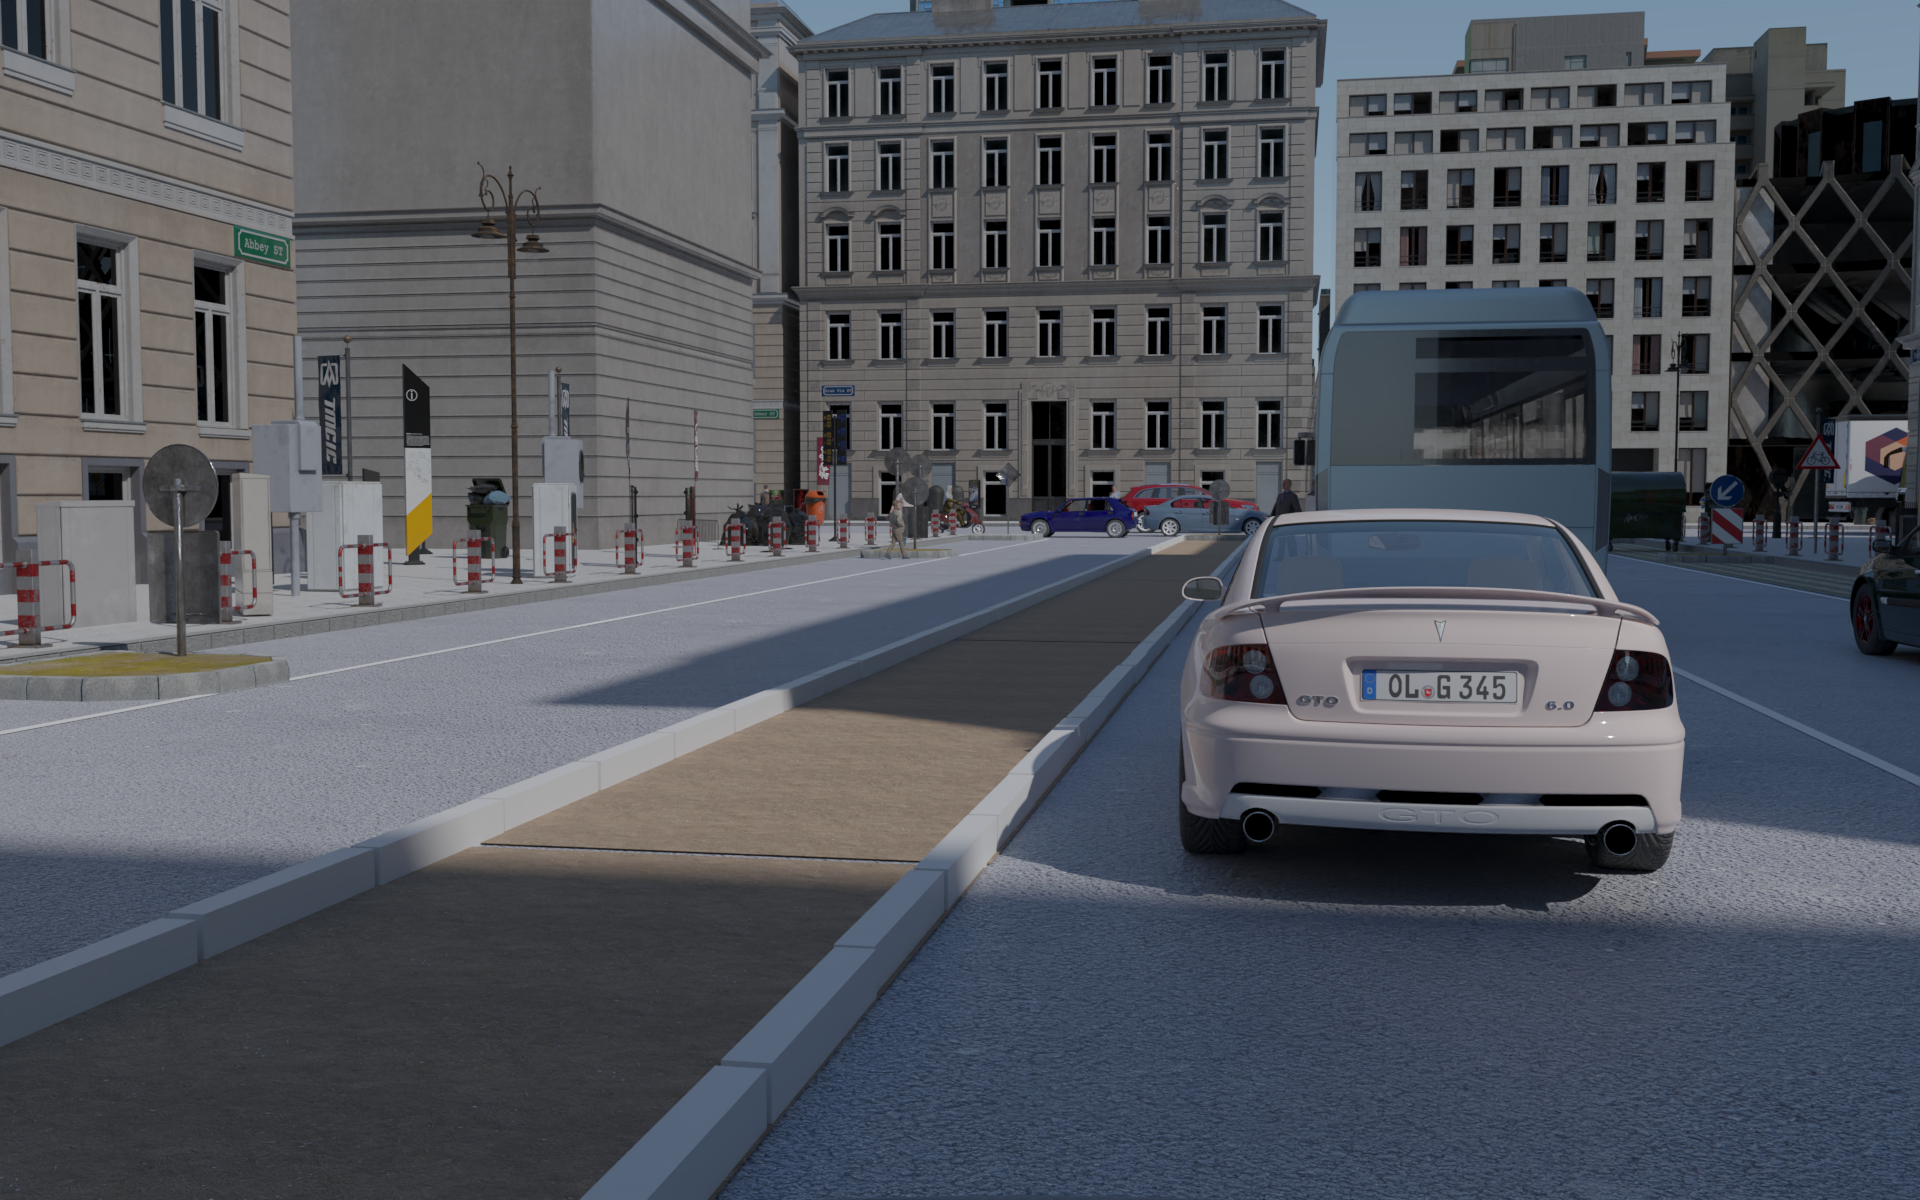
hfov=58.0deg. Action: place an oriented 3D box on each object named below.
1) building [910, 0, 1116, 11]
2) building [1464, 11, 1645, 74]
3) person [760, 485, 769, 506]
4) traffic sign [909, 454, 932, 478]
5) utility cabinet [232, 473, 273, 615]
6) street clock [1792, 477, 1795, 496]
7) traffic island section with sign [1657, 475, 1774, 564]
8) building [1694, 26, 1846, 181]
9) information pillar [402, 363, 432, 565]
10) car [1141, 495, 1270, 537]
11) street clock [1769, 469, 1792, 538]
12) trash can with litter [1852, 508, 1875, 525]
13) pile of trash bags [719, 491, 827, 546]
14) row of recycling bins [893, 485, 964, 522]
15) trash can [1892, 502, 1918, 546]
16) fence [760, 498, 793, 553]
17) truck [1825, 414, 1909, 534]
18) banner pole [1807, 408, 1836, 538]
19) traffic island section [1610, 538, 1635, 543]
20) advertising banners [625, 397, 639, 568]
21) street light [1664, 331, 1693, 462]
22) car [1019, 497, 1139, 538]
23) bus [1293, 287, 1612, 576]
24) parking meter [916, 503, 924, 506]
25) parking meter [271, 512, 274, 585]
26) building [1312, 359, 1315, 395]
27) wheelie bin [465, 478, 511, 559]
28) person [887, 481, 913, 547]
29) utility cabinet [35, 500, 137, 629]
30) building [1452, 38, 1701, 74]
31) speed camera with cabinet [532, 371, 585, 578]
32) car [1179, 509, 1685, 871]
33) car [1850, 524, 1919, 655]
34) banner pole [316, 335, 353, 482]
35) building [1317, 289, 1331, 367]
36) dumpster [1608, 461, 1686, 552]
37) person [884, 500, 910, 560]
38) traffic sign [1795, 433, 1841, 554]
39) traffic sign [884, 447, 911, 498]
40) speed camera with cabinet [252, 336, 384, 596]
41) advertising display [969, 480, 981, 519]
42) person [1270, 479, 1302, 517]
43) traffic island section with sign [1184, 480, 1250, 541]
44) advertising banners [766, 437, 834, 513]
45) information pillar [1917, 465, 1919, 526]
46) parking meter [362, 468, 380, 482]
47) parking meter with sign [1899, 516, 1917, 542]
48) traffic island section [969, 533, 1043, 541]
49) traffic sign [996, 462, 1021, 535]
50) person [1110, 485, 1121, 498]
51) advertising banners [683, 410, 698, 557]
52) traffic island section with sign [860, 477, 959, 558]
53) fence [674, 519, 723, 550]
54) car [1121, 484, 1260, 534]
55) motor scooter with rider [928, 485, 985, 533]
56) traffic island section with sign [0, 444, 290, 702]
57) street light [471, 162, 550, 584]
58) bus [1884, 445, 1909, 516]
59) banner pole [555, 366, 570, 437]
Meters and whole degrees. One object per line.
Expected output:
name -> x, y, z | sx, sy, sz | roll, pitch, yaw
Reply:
building -> 7.332, -54.137, 197.803 | 31.000, 86.520, 22.319 | 1, 4, 11
building -> 51.090, -28.653, 152.076 | 14.154, 41.232, 14.086 | 1, 4, 11
person -> -8.158, -3.948, 73.020 | 0.622, 1.834, 0.822 | 1, 4, 15
traffic sign -> -1.276, -3.381, 55.388 | 0.768, 2.556, 0.104 | 1, 4, 12
utility cabinet -> -7.584, -0.606, 18.588 | 0.318, 1.500, 1.173 | -2, 4, -26
street clock -> 35.800, -4.294, 74.783 | 0.358, 2.002, 0.471 | 0, 4, -6
traffic island section with sign -> 15.872, -1.707, 36.536 | 1.989, 1.847, 2.006 | 1, 4, 11
building -> 81.753, -34.382, 185.853 | 21.600, 48.544, 21.300 | 1, 4, 11
information pillar -> -9.814, -2.443, 31.291 | 0.504, 3.616, 0.183 | -3, 4, -38
car -> 8.403, -2.850, 58.604 | 4.499, 1.417, 2.014 | 1, 4, 10
street clock -> 23.679, -2.788, 50.155 | 0.471, 2.002, 0.358 | 0, 4, -1
trash can with litter -> 37.526, -3.700, 71.887 | 1.055, 1.170, 0.624 | -1, 4, -13
pile of trash bags -> -4.476, -2.090, 43.917 | 1.912, 1.369, 3.447 | 2, 4, 29
row of recycling bins -> -1.481, -4.517, 80.964 | 3.534, 1.692, 1.069 | 1, 4, 19
trash can -> 17.809, -1.266, 32.353 | 0.748, 1.137, 0.748 | 0, 3, 0
fence -> -4.133, -1.705, 39.075 | 0.480, 1.192, 2.264 | 0, 4, 1
truck -> 37.030, -4.429, 61.323 | 11.283, 4.237, 2.839 | 1, 4, 10
banner pole -> 25.117, -3.693, 50.392 | 0.863, 3.779, 0.401 | -1, 4, -16
traffic island section -> 18.729, -1.786, 51.487 | 2.009, 0.180, 2.903 | 1, 4, 11
advertising banners -> -5.858, -2.123, 30.903 | 0.090, 3.025, 2.074 | -1, 4, -14
street light -> 20.373, -4.676, 49.236 | 0.468, 5.910, 1.993 | 1, 4, 11
car -> 3.950, -2.742, 57.404 | 3.894, 1.354, 1.945 | 1, 4, 12
bus -> 5.744, -1.662, 22.039 | 2.948, 3.499, 13.247 | 1, 4, 11
parking meter -> -1.239, -2.569, 50.411 | 0.372, 1.533, 0.369 | 0, 3, 0
parking meter -> -9.903, -0.982, 24.462 | 0.372, 1.533, 0.369 | 0, 3, 0
building -> 36.427, -24.815, 250.760 | 28.899, 21.520, 27.650 | 1, 4, 11
wheelie bin -> -9.375, -1.623, 34.438 | 0.980, 1.594, 0.693 | 1, 4, 15
person -> -1.475, -1.956, 41.146 | 0.598, 1.740, 0.731 | 3, 5, 41
utility cabinet -> -8.527, -0.352, 16.922 | 0.306, 1.237, 1.020 | 1, 4, 13
building -> 59.486, -31.655, 172.189 | 22.147, 44.769, 28.867 | 1, 4, 11
speed camera with cabinet -> -6.299, -2.011, 27.216 | 0.660, 3.252, 2.038 | 0, 4, -6
car -> 2.050, 0.260, 8.104 | 2.083, 1.381, 4.827 | 1, 4, 11
car -> 8.682, -0.263, 14.094 | 2.009, 1.686, 4.222 | 1, 4, 10
banner pole -> -9.856, -2.291, 27.476 | 0.863, 3.779, 0.401 | 2, 4, 25
building -> 56.550, -28.605, 239.390 | 14.107, 30.474, 14.160 | 1, 4, 11
dumpster -> 16.926, -2.337, 43.168 | 1.985, 2.255, 1.502 | 1, 4, 10
person -> -1.394, -1.539, 37.935 | 0.640, 1.303, 0.475 | -3, 5, -41
traffic sign -> 18.395, -2.273, 37.174 | 0.884, 2.594, 0.081 | 1, 4, 15
traffic sign -> -1.710, -2.886, 47.287 | 0.768, 2.556, 0.104 | 1, 4, 14
speed camera with cabinet -> -8.328, -1.724, 22.525 | 0.660, 3.252, 2.038 | 1, 4, 14
advertising display -> 0.651, -4.416, 77.408 | 0.123, 1.923, 0.974 | -2, 4, -26
person -> 6.901, -1.692, 36.710 | 0.434, 1.755, 0.990 | -2, 4, -31
traffic island section with sign -> 8.021, -2.792, 53.778 | 2.006, 1.907, 1.989 | 1, 4, 11
advertising banners -> -4.906, -3.484, 53.153 | 2.074, 3.025, 0.090 | 0, 4, -8
information pillar -> 16.957, -1.580, 30.324 | 0.304, 2.012, 0.304 | 2, 4, 34
parking meter -> -13.257, -2.041, 39.085 | 0.399, 1.863, 0.255 | -2, 4, -24
parking meter with sign -> 19.023, -2.257, 33.161 | 1.738, 3.016, 0.543 | 1, 4, 18
traffic island section -> 1.502, -1.988, 54.785 | 2.009, 0.180, 2.903 | 1, 4, 11
traffic sign -> 1.526, -3.124, 54.719 | 0.795, 2.450, 0.064 | 1, 4, 11
person -> 6.198, -3.735, 69.667 | 0.616, 1.811, 0.778 | 2, 4, 32
advertising banners -> -5.507, -2.410, 35.595 | 0.090, 3.025, 2.074 | 0, 4, -1
traffic island section with sign -> -1.083, -1.893, 39.576 | 1.989, 1.847, 2.006 | 1, 4, 11
fence -> -6.191, -1.559, 40.867 | 0.278, 0.683, 2.069 | -3, 4, -37
car -> 8.427, -3.379, 63.920 | 5.304, 1.827, 2.281 | 1, 4, 11
motor scooter with rider -> -0.123, -3.076, 59.255 | 1.986, 1.779, 0.876 | 1, 4, 9
traffic island section with sign -> -6.191, -0.264, 12.940 | 1.989, 1.847, 2.006 | 1, 4, 11
street light -> -6.327, -3.165, 24.542 | 0.468, 5.910, 1.993 | 1, 4, 11
bus -> 37.889, -4.049, 57.756 | 12.252, 3.916, 2.896 | 1, 4, 12
banner pole -> -7.841, -2.707, 34.277 | 0.401, 3.779, 0.863 | 0, 4, 6
